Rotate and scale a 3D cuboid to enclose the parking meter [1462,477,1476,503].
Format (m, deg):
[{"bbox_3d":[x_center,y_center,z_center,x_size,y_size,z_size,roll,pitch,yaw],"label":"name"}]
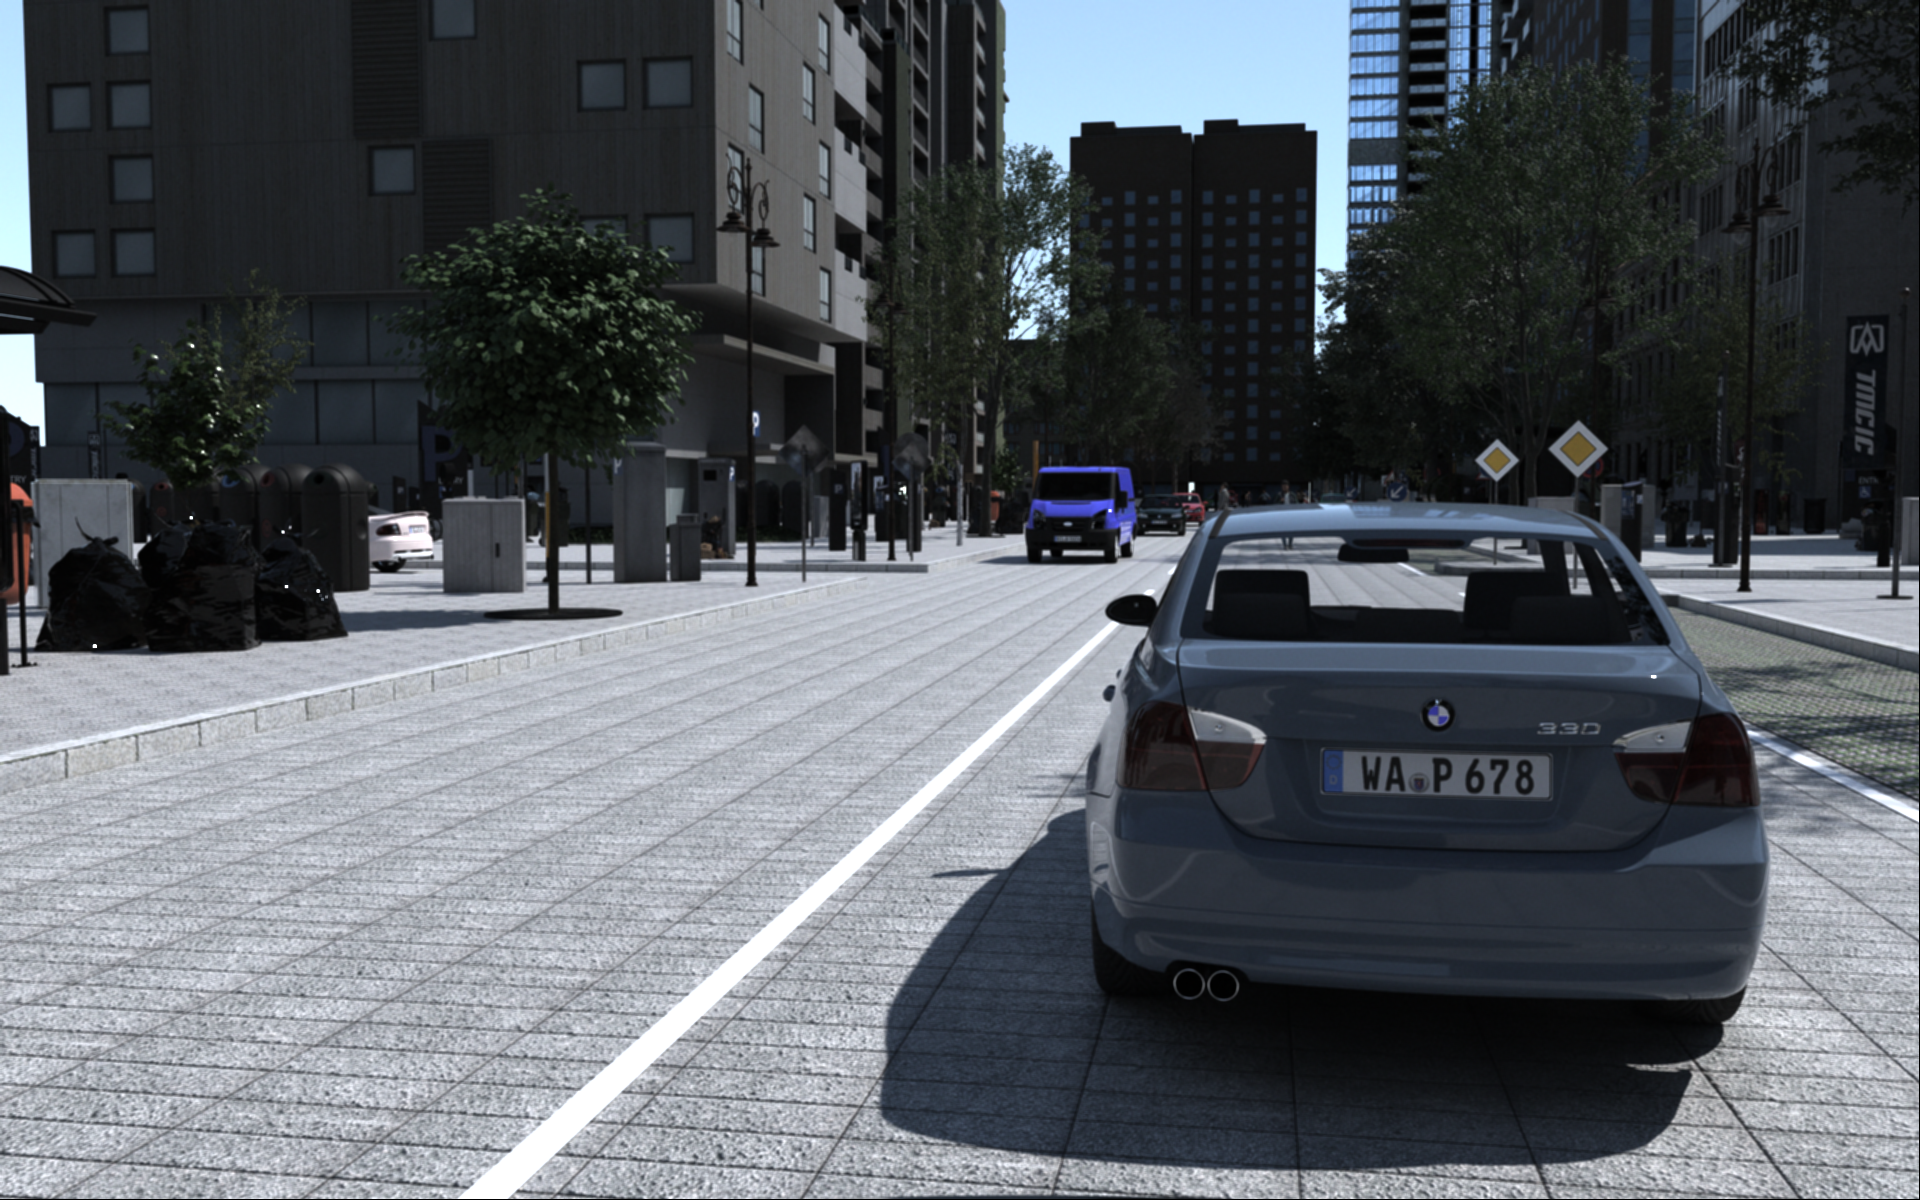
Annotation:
[{"bbox_3d":[17.107,-3.215,58.269,0.399,1.863,0.255,3,4,36],"label":"parking meter"}]

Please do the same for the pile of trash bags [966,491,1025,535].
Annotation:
[{"bbox_3d":[1.112,-2.784,55.275,1.912,1.369,3.447,0,4,2],"label":"pile of trash bags"}]

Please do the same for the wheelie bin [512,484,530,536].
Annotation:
[{"bbox_3d":[-13.171,-2.729,52.524,0.980,1.594,0.693,1,4,14],"label":"wheelie bin"}]

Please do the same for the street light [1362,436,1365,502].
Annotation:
[{"bbox_3d":[24.269,-8.035,104.158,0.468,5.910,1.993,1,4,10],"label":"street light"}]

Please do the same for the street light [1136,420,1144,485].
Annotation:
[{"bbox_3d":[10.982,-8.098,105.184,0.468,5.910,1.993,1,4,10],"label":"street light"}]

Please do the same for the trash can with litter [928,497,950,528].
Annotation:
[{"bbox_3d":[-0.816,-3.361,66.341,0.624,1.170,1.055,1,4,17],"label":"trash can with litter"}]

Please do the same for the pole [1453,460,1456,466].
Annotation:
[{"bbox_3d":[29.706,-6.751,104.225,0.158,3.312,0.155,0,3,0],"label":"pole"}]

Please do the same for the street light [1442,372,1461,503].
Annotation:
[{"bbox_3d":[15.994,-5.116,56.435,0.468,5.910,1.993,1,4,10],"label":"street light"}]

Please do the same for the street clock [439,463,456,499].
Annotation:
[{"bbox_3d":[-11.958,-2.194,40.448,0.358,2.002,0.471,-3,4,-36],"label":"street clock"}]

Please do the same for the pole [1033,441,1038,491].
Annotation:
[{"bbox_3d":[2.891,-4.424,66.169,0.158,3.312,0.155,0,3,0],"label":"pole"}]

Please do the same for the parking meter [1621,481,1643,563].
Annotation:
[{"bbox_3d":[12.606,-1.474,32.513,0.372,1.533,0.369,0,3,0],"label":"parking meter"}]

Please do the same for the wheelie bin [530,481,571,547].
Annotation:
[{"bbox_3d":[-9.887,-2.099,42.229,0.693,1.594,0.980,-3,4,-37],"label":"wheelie bin"}]

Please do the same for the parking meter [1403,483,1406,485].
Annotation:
[{"bbox_3d":[23.580,-5.313,92.579,0.255,1.863,0.399,-3,4,-36],"label":"parking meter"}]

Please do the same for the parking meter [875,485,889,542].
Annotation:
[{"bbox_3d":[-2.087,-2.338,46.636,0.372,1.533,0.369,0,3,0],"label":"parking meter"}]

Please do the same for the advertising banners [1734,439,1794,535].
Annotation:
[{"bbox_3d":[25.192,-3.557,54.344,0.090,3.025,2.074,-2,4,-31],"label":"advertising banners"}]

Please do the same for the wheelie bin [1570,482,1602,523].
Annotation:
[{"bbox_3d":[16.117,-2.241,44.542,0.980,1.594,0.693,-3,5,-42],"label":"wheelie bin"}]

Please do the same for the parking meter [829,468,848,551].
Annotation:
[{"bbox_3d":[-2.755,-2.045,39.146,0.399,1.863,0.255,-1,4,-15],"label":"parking meter"}]

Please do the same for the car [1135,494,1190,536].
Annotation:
[{"bbox_3d":[7.023,-3.103,60.513,2.009,1.686,4.222,1,4,8],"label":"car"}]

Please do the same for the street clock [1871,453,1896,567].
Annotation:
[{"bbox_3d":[16.262,-1.582,30.437,0.471,2.002,0.358,2,4,34],"label":"street clock"}]

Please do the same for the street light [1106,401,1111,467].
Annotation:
[{"bbox_3d":[6.903,-6.631,81.201,0.468,5.910,1.993,1,4,10],"label":"street light"}]

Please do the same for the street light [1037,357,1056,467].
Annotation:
[{"bbox_3d":[2.840,-5.154,57.054,0.468,5.910,1.993,1,4,10],"label":"street light"}]

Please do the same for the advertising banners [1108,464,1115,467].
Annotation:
[{"bbox_3d":[8.397,-6.519,102.773,0.090,3.025,2.074,-3,5,-42],"label":"advertising banners"}]

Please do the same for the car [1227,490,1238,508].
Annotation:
[{"bbox_3d":[27.689,-10.448,179.498,2.281,1.827,5.304,1,4,12],"label":"car"}]

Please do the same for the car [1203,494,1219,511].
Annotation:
[{"bbox_3d":[21.649,-8.440,146.795,1.959,1.807,4.718,1,4,11],"label":"car"}]

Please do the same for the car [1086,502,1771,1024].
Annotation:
[{"bbox_3d":[1.469,0.362,6.092,2.014,1.417,4.499,1,4,10],"label":"car"}]

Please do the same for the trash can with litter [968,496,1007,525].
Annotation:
[{"bbox_3d":[1.410,-3.662,70.934,2.233,1.210,1.678,2,4,30],"label":"trash can with litter"}]

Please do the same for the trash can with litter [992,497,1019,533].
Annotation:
[{"bbox_3d":[1.500,-2.833,57.711,1.055,1.170,0.624,-2,4,-26],"label":"trash can with litter"}]

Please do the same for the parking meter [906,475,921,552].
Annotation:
[{"bbox_3d":[-1.022,-2.003,38.459,0.255,1.863,0.399,1,4,15],"label":"parking meter"}]

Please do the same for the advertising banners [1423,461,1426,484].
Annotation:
[{"bbox_3d":[23.080,-5.329,83.318,2.074,3.025,0.090,-1,4,-17],"label":"advertising banners"}]

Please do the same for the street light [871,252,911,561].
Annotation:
[{"bbox_3d":[-1.319,-3.702,33.308,0.468,5.910,1.993,1,4,10],"label":"street light"}]

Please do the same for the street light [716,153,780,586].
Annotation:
[{"bbox_3d":[-2.905,-3.130,23.964,0.468,5.910,1.993,1,4,10],"label":"street light"}]

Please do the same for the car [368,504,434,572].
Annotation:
[{"bbox_3d":[-12.016,-1.168,31.467,4.827,1.381,2.083,1,4,11],"label":"car"}]

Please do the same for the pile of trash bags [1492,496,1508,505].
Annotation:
[{"bbox_3d":[21.762,-3.606,68.711,3.447,1.369,1.912,0,4,-6],"label":"pile of trash bags"}]

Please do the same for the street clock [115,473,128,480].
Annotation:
[{"bbox_3d":[-28.729,-3.354,59.415,0.471,2.002,0.358,3,5,39],"label":"street clock"}]

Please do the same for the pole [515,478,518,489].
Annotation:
[{"bbox_3d":[-13.862,-3.697,54.285,0.158,3.312,0.155,0,3,0],"label":"pole"}]

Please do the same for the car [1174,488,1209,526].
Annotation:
[{"bbox_3d":[10.159,-4.239,78.344,2.155,1.783,4.494,1,4,9],"label":"car"}]

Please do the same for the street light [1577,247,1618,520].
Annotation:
[{"bbox_3d":[11.972,-3.662,32.665,0.468,5.910,1.993,1,4,10],"label":"street light"}]

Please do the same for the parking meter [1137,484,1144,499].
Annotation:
[{"bbox_3d":[10.505,-5.819,100.845,0.399,1.863,0.255,1,4,10],"label":"parking meter"}]

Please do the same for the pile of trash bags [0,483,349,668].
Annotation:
[{"bbox_3d":[-6.778,-0.276,14.263,1.912,1.369,3.447,1,4,17],"label":"pile of trash bags"}]

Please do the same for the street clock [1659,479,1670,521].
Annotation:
[{"bbox_3d":[33.511,-4.764,82.454,0.471,2.002,0.358,1,4,15],"label":"street clock"}]

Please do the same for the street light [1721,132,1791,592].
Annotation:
[{"bbox_3d":[10.325,-3.048,22.616,0.468,5.910,1.993,1,4,10],"label":"street light"}]

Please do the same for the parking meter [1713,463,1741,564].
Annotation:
[{"bbox_3d":[14.049,-1.590,31.706,0.255,1.863,0.399,-2,4,-32],"label":"parking meter"}]

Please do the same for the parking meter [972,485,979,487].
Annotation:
[{"bbox_3d":[0.970,-6.188,106.890,0.399,1.863,0.255,2,4,29],"label":"parking meter"}]

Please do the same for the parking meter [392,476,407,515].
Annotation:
[{"bbox_3d":[-17.954,-3.047,55.534,0.399,1.863,0.255,-2,4,-35],"label":"parking meter"}]

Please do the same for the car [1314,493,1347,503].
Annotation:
[{"bbox_3d":[20.326,-5.235,94.388,1.959,1.807,4.718,1,4,10],"label":"car"}]

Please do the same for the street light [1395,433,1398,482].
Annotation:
[{"bbox_3d":[20.214,-6.572,80.240,0.468,5.910,1.993,1,4,10],"label":"street light"}]

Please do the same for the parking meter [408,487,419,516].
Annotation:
[{"bbox_3d":[-18.366,-3.052,58.306,0.372,1.533,0.369,0,3,0],"label":"parking meter"}]

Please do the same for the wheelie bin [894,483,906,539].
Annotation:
[{"bbox_3d":[-1.612,-2.522,49.142,0.980,1.594,0.693,-3,4,-37],"label":"wheelie bin"}]
